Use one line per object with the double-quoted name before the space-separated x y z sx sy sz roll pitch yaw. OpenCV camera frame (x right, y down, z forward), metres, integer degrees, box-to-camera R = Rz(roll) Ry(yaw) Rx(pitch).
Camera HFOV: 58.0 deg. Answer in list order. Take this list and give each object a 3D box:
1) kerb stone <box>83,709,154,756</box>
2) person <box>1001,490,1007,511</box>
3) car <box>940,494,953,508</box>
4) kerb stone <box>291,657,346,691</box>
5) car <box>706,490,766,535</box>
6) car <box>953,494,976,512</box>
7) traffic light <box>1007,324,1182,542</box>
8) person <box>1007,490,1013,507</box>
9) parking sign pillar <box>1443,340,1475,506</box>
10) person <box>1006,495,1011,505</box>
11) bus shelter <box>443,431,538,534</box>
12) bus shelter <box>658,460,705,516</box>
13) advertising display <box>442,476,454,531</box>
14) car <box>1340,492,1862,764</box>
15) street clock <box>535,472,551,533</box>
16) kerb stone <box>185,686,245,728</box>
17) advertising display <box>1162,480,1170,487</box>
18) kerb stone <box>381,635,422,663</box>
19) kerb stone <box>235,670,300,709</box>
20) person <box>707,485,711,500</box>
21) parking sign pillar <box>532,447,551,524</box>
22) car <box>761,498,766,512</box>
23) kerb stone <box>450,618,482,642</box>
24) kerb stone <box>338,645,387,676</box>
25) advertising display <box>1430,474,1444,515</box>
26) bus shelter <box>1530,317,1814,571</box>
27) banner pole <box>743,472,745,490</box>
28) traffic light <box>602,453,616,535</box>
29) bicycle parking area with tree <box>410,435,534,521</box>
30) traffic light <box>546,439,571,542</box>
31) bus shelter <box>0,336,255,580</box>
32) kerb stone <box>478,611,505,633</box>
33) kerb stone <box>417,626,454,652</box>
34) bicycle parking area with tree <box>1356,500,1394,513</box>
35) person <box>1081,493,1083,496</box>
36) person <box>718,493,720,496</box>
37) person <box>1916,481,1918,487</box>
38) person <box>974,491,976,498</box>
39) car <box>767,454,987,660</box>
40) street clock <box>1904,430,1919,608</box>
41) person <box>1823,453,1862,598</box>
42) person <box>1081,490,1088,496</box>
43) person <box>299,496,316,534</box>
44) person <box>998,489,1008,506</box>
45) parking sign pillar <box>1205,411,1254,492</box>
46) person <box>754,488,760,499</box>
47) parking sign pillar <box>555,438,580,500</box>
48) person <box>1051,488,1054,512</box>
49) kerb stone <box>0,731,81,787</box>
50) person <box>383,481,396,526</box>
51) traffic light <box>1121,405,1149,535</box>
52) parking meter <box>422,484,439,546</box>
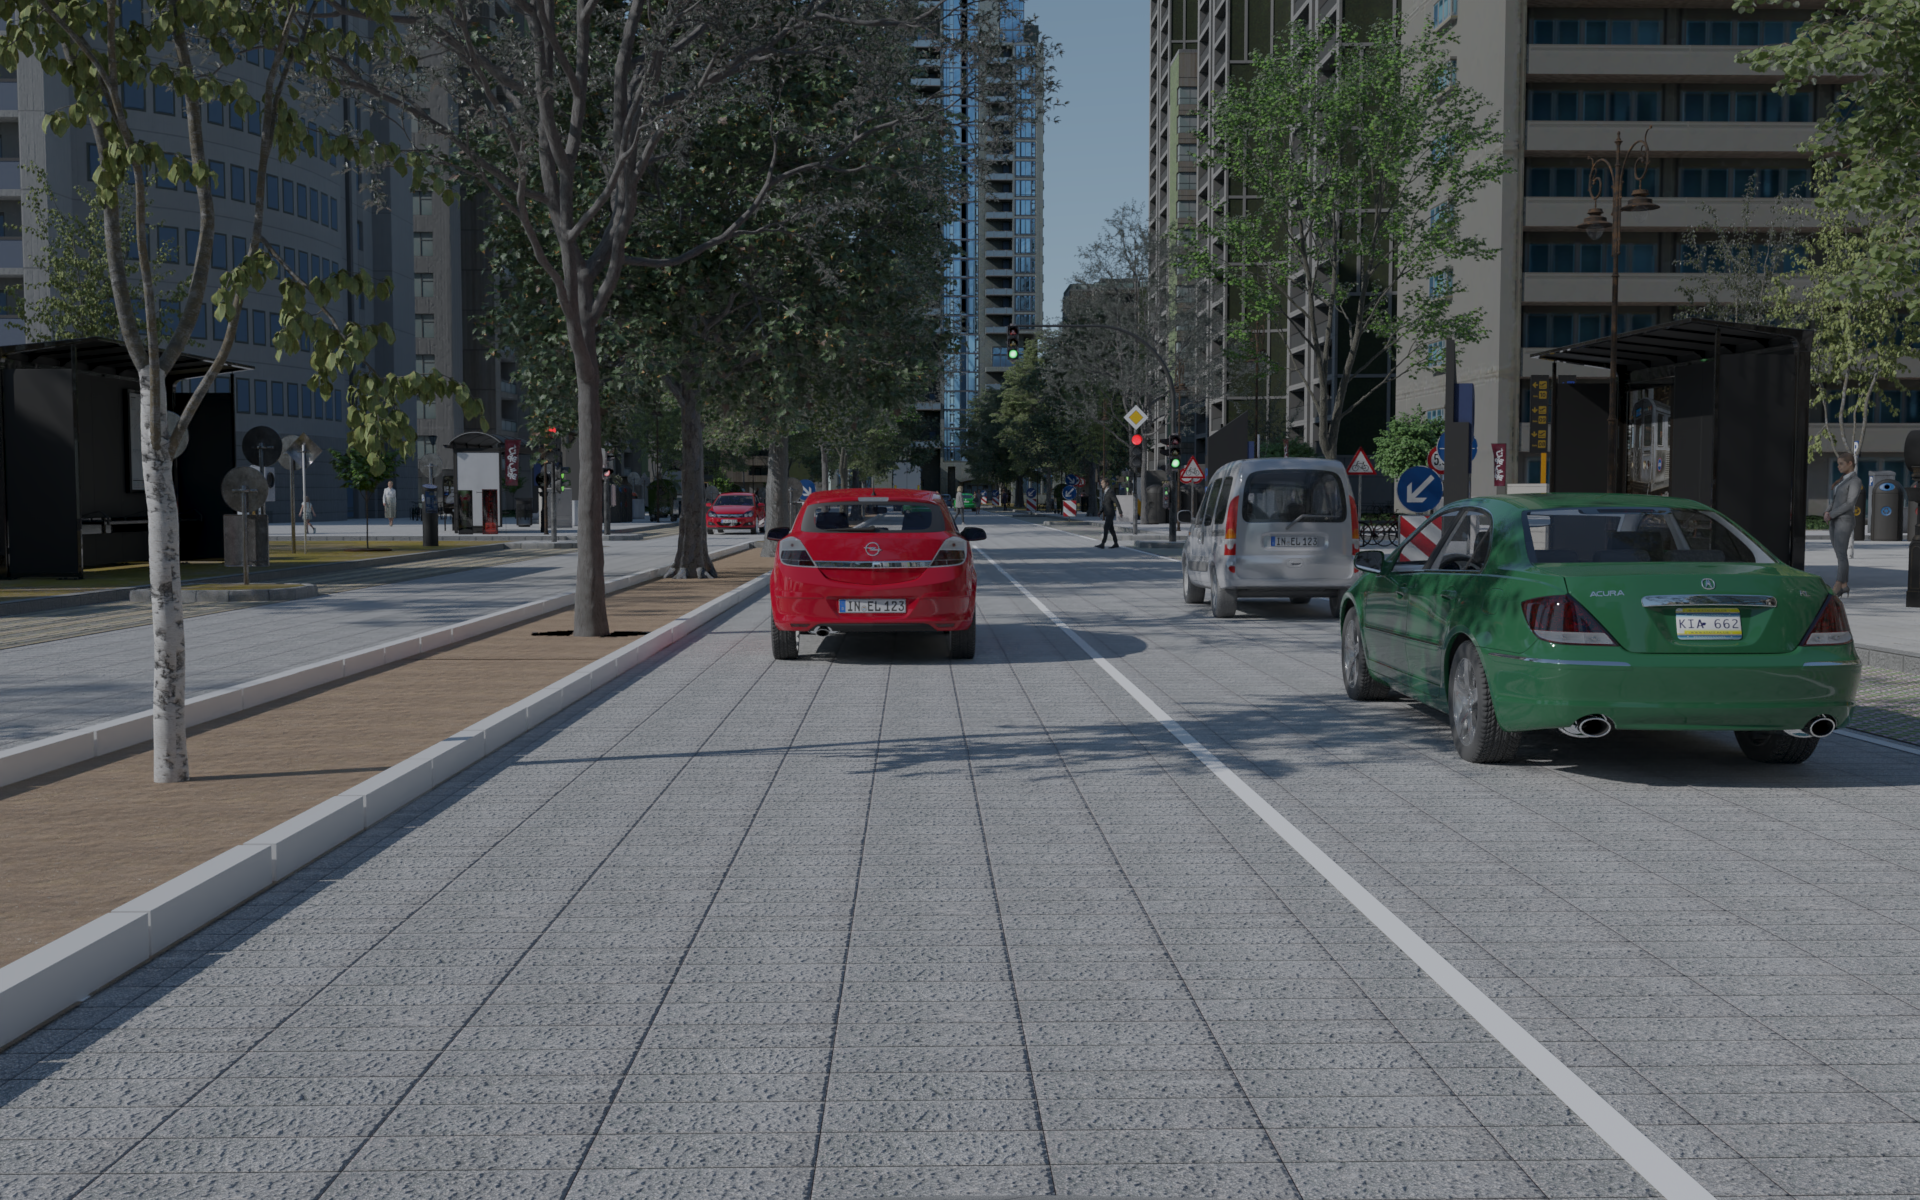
"kerb stone" -4.751 0.753 9.885 0.120 0.150 1.000 0 4 -1
"person" 3.693 -8.392 146.164 0.568 1.767 0.683 -3 5 -42
"car" -1.619 -9.981 175.197 2.014 1.417 4.499 0 4 0
"kerb stone" -4.839 0.566 12.953 0.120 0.150 1.000 0 4 -1
"car" -8.083 -3.282 62.704 2.155 1.783 4.494 0 4 0
"car" 0.383 -8.089 141.052 1.959 1.807 4.718 0 4 -2
"traffic light" 3.624 -4.391 46.455 4.771 5.953 1.251 0 4 -1
"person" 5.095 -10.519 178.741 0.721 1.735 1.217 -3 5 -44
"parking sign pillar" 8.885 -2.594 30.877 1.447 3.967 1.447 1 4 19
"person" 5.423 -11.359 194.994 0.421 1.427 0.697 -3 4 -36
"bus shelter" -15.706 -3.958 58.631 2.014 3.302 5.546 0 4 -1
"bus shelter" -16.463 -6.649 102.639 2.014 3.302 5.546 0 4 -1
"advertising display" -17.588 -3.386 60.569 0.974 1.923 0.123 -2 4 -31
"car" 3.615 0.071 10.641 2.131 1.459 4.920 0 4 0
"street clock" -13.858 -3.247 57.654 0.471 2.002 0.358 0 4 6
"kerb stone" -4.775 0.690 10.907 0.120 0.150 1.000 0 4 -1
"advertising display" 9.596 -4.601 80.437 0.123 1.923 0.974 -1 4 -16
"kerb stone" -4.883 0.440 14.996 0.120 0.150 1.000 0 4 -1
"kerb stone" -4.802 0.628 11.929 0.120 0.150 1.000 0 4 -1
"person" -14.930 -5.920 103.042 0.583 1.804 0.606 1 4 15
"parking sign pillar" -17.809 -5.279 74.784 1.447 3.967 1.447 -1 4 -14
"car" -12.339 -6.138 112.930 1.945 1.354 3.894 0 4 -2
"kerb stone" -4.920 0.314 17.054 0.120 0.150 1.000 0 4 -1
"kerb stone" -4.859 0.503 13.975 0.120 0.150 1.000 0 4 -1
"advertising display" 15.100 -2.980 53.931 0.974 1.923 0.123 -1 4 -17
"bus shelter" 10.504 -2.134 26.169 1.731 3.624 6.357 0 4 -1
"banner pole" -15.350 -8.130 122.934 0.401 3.779 0.863 -1 4 -12
"traffic light" -8.950 -4.870 54.294 4.771 5.953 1.251 0 4 -1
"bicycle parking area with tree" -23.347 -6.041 85.779 8.231 4.147 9.016 -1 4 -9
"traffic light" -10.842 -3.505 46.225 0.839 4.253 0.868 0 4 -1
"bus shelter" -13.741 -2.298 28.861 1.731 3.624 6.357 0 4 -1
"kerb stone" -4.952 0.252 18.075 0.120 0.150 1.000 0 4 -1
"kerb stone" -4.902 0.377 16.025 0.120 0.150 1.000 0 4 -1
"bicycle parking area with tree" 26.099 -6.848 98.964 9.016 4.147 8.231 0 4 4
"person" 13.470 -11.120 191.085 0.421 1.427 0.697 1 4 9
"person" -23.528 -9.838 167.725 0.721 1.723 1.217 -2 4 -34
"person" 13.577 -1.081 23.997 0.573 1.790 0.520 3 5 39
"person" 1.586 -10.892 187.308 0.721 1.735 1.217 -3 4 -36
"car" -0.797 -0.456 16.502 2.155 1.783 4.494 0 4 -2
"street clock" 10.856 -0.917 19.571 0.471 2.002 0.358 -3 5 -40
"person" 10.832 -0.924 21.419 0.573 1.790 0.520 -1 4 -11
"person" 12.911 -10.586 179.828 1.217 1.736 0.721 3 4 39
"person" -21.107 -2.748 55.993 0.382 1.210 0.505 2 4 32
"person" 4.670 -10.974 185.602 1.348 1.807 0.705 0 4 8
"parking sign pillar" 8.612 -4.132 56.035 1.447 3.967 1.447 0 4 -4
"person" -16.600 -8.330 142.371 0.705 1.807 1.348 2 4 34
"parking sign pillar" -15.730 -5.080 71.532 1.447 3.967 1.447 3 5 42
"person" 6.732 -7.197 124.381 0.731 1.740 0.598 -2 4 -24
"kerb stone" -4.730 0.815 8.864 0.120 0.150 1.000 0 4 -1
"person" -22.621 -3.822 68.759 0.478 1.798 0.641 0 4 -7
"traffic light" 5.517 -4.019 54.630 0.839 4.253 0.868 0 4 -1
"parking meter" -13.042 -2.093 42.630 0.372 1.533 0.369 0 3 0
